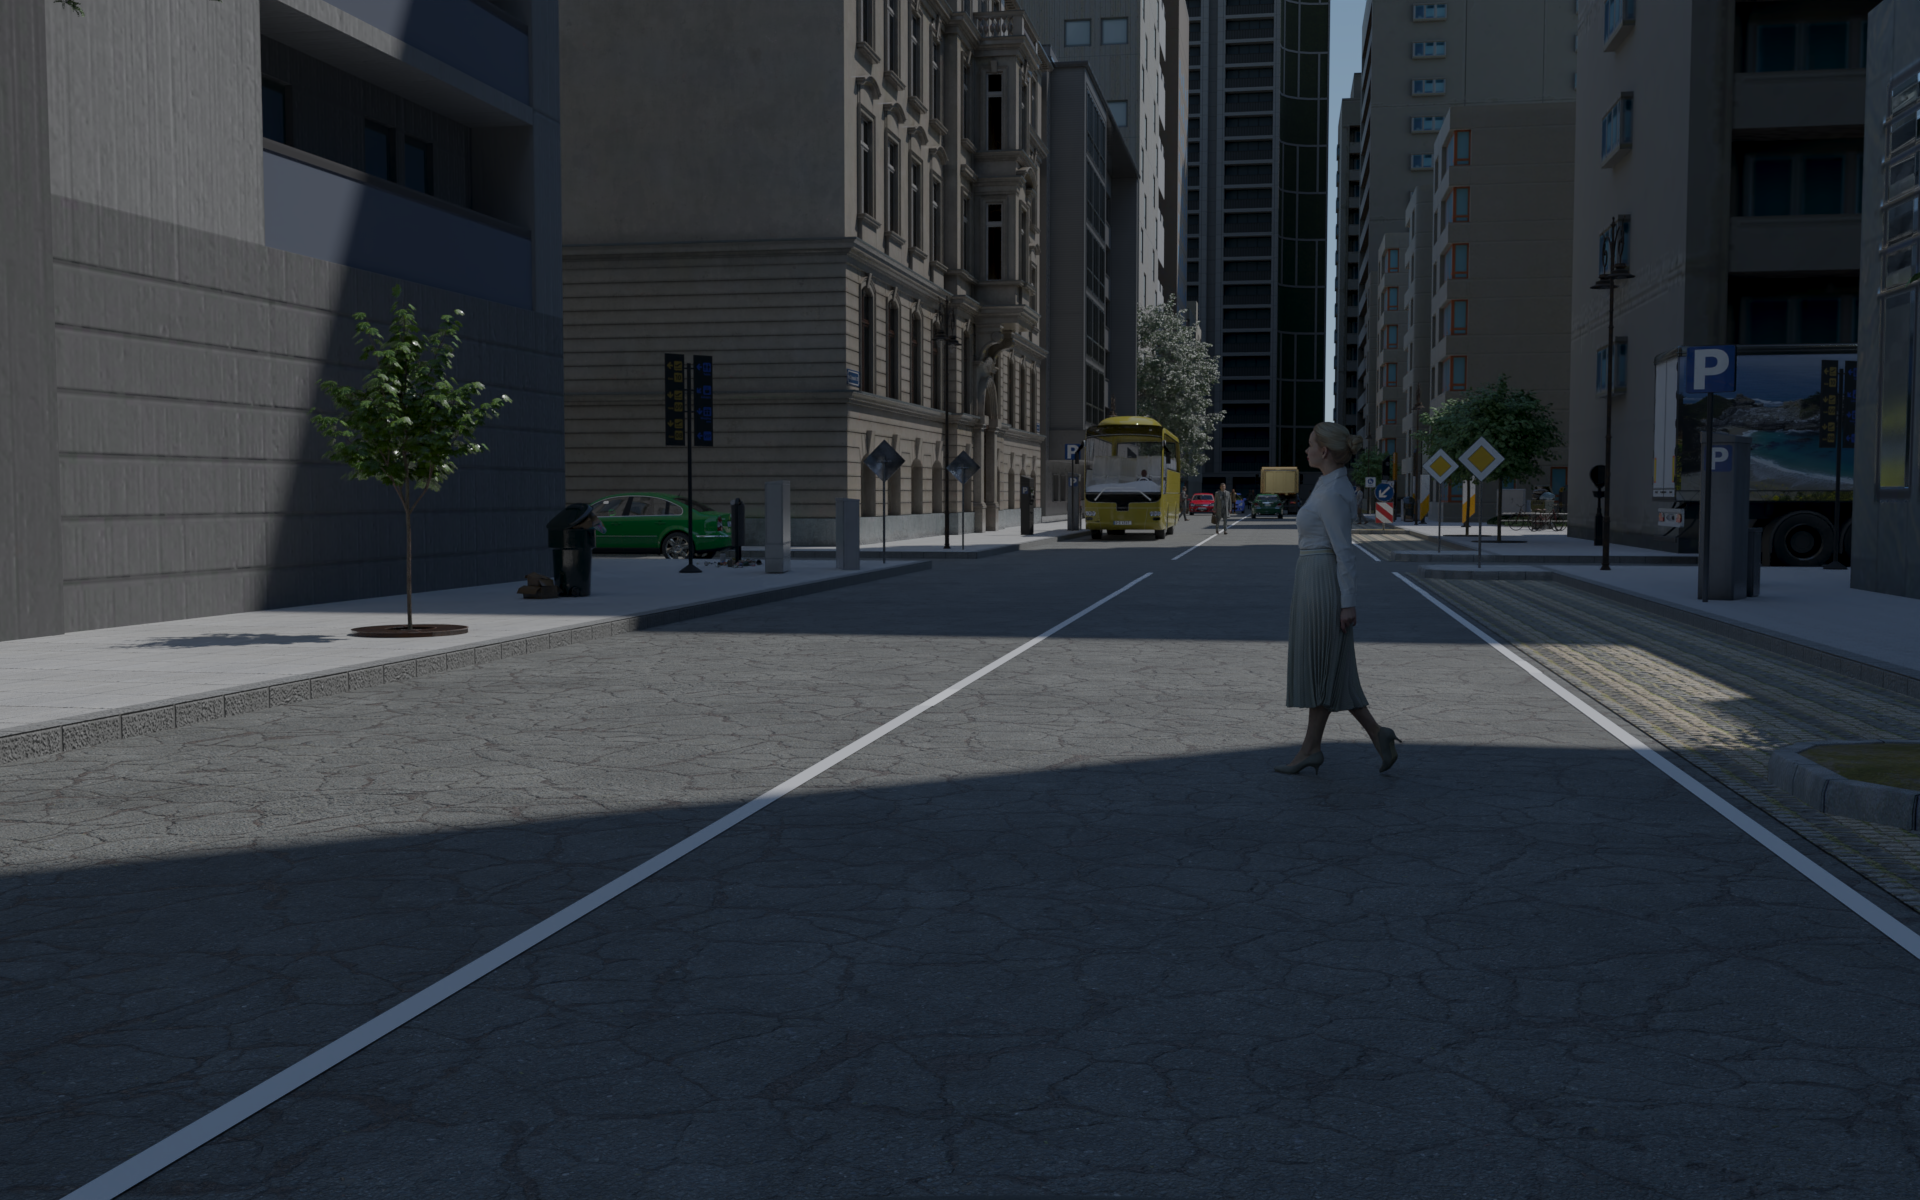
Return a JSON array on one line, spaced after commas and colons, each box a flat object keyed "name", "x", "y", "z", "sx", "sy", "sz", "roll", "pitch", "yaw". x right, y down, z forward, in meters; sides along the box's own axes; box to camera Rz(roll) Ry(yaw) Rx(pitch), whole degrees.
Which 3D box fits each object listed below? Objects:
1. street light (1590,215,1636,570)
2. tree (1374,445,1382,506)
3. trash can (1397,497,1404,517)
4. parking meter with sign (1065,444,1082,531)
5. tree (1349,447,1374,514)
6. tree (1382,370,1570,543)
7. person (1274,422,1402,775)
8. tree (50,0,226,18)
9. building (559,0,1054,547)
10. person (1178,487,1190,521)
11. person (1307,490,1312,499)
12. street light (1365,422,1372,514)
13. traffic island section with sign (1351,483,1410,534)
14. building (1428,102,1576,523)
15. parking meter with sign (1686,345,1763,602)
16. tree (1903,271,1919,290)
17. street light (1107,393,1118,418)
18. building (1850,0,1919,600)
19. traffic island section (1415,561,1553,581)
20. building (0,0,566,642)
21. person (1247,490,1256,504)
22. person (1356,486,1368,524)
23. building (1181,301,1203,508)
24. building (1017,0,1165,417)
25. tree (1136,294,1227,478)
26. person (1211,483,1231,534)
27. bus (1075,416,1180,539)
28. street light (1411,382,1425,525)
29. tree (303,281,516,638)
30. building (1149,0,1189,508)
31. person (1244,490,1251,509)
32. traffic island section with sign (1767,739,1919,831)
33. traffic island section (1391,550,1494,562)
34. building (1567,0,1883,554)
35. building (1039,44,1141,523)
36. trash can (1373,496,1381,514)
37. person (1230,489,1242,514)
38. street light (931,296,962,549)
[{"name": "street light", "x": 10.886, "y": -3.440, "z": 29.029, "sx": 0.468, "sy": 5.910, "sz": 1.993, "roll": 1, "pitch": 4, "yaw": 11}, {"name": "tree", "x": 15.387, "y": -4.219, "z": 52.688, "sx": 4.285, "sy": 4.588, "sz": 4.351, "roll": 0, "pitch": 3, "yaw": 0}, {"name": "trash can", "x": 24.587, "y": -5.213, "z": 96.882, "sx": 0.748, "sy": 1.137, "sz": 0.748, "roll": 0, "pitch": 3, "yaw": 0}, {"name": "parking meter with sign", "x": 4.036, "y": -3.958, "z": 60.981, "sx": 0.543, "sy": 3.016, "sz": 1.738, "roll": 1, "pitch": 4, "yaw": 9}, {"name": "tree", "x": 27.231, "y": -7.934, "z": 113.437, "sx": 4.285, "sy": 4.588, "sz": 4.351, "roll": 0, "pitch": 3, "yaw": 0}, {"name": "tree", "x": 14.400, "y": -3.803, "z": 45.896, "sx": 4.285, "sy": 4.588, "sz": 4.351, "roll": 0, "pitch": 3, "yaw": 0}, {"name": "person", "x": 1.937, "y": -0.006, "z": 8.823, "sx": 0.641, "sy": 1.798, "sz": 0.478, "roll": 2, "pitch": 4, "yaw": 25}, {"name": "tree", "x": -6.486, "y": -4.465, "z": 7.423, "sx": 8.767, "sy": 10.594, "sz": 7.601, "roll": 1, "pitch": 4, "yaw": 19}, {"name": "building", "x": -4.648, "y": -14.667, "z": 58.886, "sx": 14.460, "sy": 24.649, "sz": 34.723, "roll": 1, "pitch": 4, "yaw": 11}, {"name": "person", "x": 11.794, "y": -5.087, "z": 91.637, "sx": 0.822, "sy": 1.834, "sz": 0.622, "roll": -1, "pitch": 4, "yaw": -15}, {"name": "person", "x": 34.754, "y": -9.999, "z": 171.989, "sx": 0.705, "sy": 1.823, "sz": 1.348, "roll": -1, "pitch": 4, "yaw": -10}, {"name": "street light", "x": 26.040, "y": -8.414, "z": 110.364, "sx": 0.468, "sy": 5.910, "sz": 1.993, "roll": 1, "pitch": 4, "yaw": 11}, {"name": "traffic island section with sign", "x": 15.053, "y": -3.270, "z": 62.090, "sx": 1.989, "sy": 1.847, "sz": 2.006, "roll": 1, "pitch": 4, "yaw": 11}, {"name": "building", "x": 38.079, "y": -14.936, "z": 89.240, "sx": 27.650, "sy": 21.520, "sz": 28.899, "roll": 1, "pitch": 4, "yaw": 11}, {"name": "parking meter with sign", "x": 9.358, "y": -1.520, "z": 21.109, "sx": 0.543, "sy": 3.016, "sz": 1.738, "roll": 3, "pitch": 4, "yaw": 38}, {"name": "tree", "x": 7.578, "y": -1.636, "z": 10.464, "sx": 4.285, "sy": 4.588, "sz": 4.351, "roll": 0, "pitch": 3, "yaw": 0}, {"name": "street light", "x": 7.021, "y": -6.529, "z": 79.533, "sx": 0.468, "sy": 5.910, "sz": 1.993, "roll": 1, "pitch": 4, "yaw": 11}, {"name": "building", "x": 20.260, "y": -42.267, "z": 3.731, "sx": 22.319, "sy": 86.520, "sz": 31.000, "roll": 1, "pitch": 4, "yaw": 11}, {"name": "traffic island section", "x": 9.035, "y": -0.476, "z": 30.064, "sx": 2.009, "sy": 0.180, "sz": 2.903, "roll": 1, "pitch": 4, "yaw": 11}, {"name": "building", "x": -20.749, "y": -29.450, "z": 23.503, "sx": 28.212, "sy": 58.520, "sz": 21.231, "roll": 1, "pitch": 4, "yaw": 11}, {"name": "person", "x": 25.260, "y": -8.602, "z": 149.282, "sx": 1.348, "sy": 1.807, "sz": 0.705, "roll": -2, "pitch": 4, "yaw": -29}, {"name": "person", "x": 18.805, "y": -4.463, "z": 81.594, "sx": 0.853, "sy": 1.813, "sz": 0.709, "roll": 0, "pitch": 4, "yaw": -8}, {"name": "building", "x": 9.604, "y": -20.313, "z": 177.165, "sx": 28.899, "sy": 21.520, "sz": 27.650, "roll": 1, "pitch": 4, "yaw": 11}, {"name": "building", "x": 1.110, "y": -33.053, "z": 129.648, "sx": 28.713, "sy": 52.752, "sz": 27.495, "roll": 1, "pitch": 4, "yaw": 11}, {"name": "tree", "x": 11.925, "y": -12.413, "z": 109.615, "sx": 9.857, "sy": 13.997, "sz": 8.962, "roll": 0, "pitch": 3, "yaw": 0}, {"name": "person", "x": 9.299, "y": -3.236, "z": 61.517, "sx": 0.694, "sy": 1.812, "sz": 0.767, "roll": 0, "pitch": 4, "yaw": -2}, {"name": "bus", "x": 5.904, "y": -4.086, "z": 58.350, "sx": 2.896, "sy": 3.916, "sz": 12.252, "roll": 1, "pitch": 4, "yaw": 9}, {"name": "street light", "x": 18.942, "y": -6.052, "z": 71.736, "sx": 0.468, "sy": 5.910, "sz": 1.993, "roll": 1, "pitch": 4, "yaw": 11}, {"name": "tree", "x": -5.145, "y": -1.306, "z": 15.950, "sx": 1.663, "sy": 3.219, "sz": 1.824, "roll": 0, "pitch": 3, "yaw": 0}, {"name": "building", "x": 12.190, "y": -30.512, "z": 148.975, "sx": 14.600, "sy": 45.320, "sz": 14.200, "roll": 1, "pitch": 4, "yaw": 11}, {"name": "person", "x": 27.518, "y": -9.521, "z": 164.304, "sx": 1.348, "sy": 1.807, "sz": 0.705, "roll": 2, "pitch": 4, "yaw": 30}, {"name": "traffic island section with sign", "x": 4.910, "y": 0.042, "z": 7.948, "sx": 1.989, "sy": 1.847, "sz": 2.006, "roll": 1, "pitch": 4, "yaw": 11}, {"name": "traffic island section", "x": 10.507, "y": -0.956, "z": 37.912, "sx": 2.009, "sy": 0.180, "sz": 2.903, "roll": 1, "pitch": 4, "yaw": 11}, {"name": "building", "x": 27.758, "y": -25.729, "z": 44.370, "sx": 21.600, "sy": 48.544, "sz": 21.300, "roll": 1, "pitch": 4, "yaw": 11}, {"name": "building", "x": 1.118, "y": -16.632, "z": 90.996, "sx": 14.314, "sy": 24.678, "sz": 30.058, "roll": 1, "pitch": 4, "yaw": 11}, {"name": "trash can", "x": 25.903, "y": -5.828, "z": 106.937, "sx": 0.748, "sy": 1.137, "sz": 0.748, "roll": 0, "pitch": 3, "yaw": 0}, {"name": "person", "x": 19.603, "y": -7.081, "z": 124.376, "sx": 1.348, "sy": 1.812, "sz": 0.705, "roll": 1, "pitch": 4, "yaw": 18}, {"name": "street light", "x": -0.305, "y": -4.140, "z": 40.470, "sx": 0.468, "sy": 5.910, "sz": 1.993, "roll": 1, "pitch": 4, "yaw": 11}]
